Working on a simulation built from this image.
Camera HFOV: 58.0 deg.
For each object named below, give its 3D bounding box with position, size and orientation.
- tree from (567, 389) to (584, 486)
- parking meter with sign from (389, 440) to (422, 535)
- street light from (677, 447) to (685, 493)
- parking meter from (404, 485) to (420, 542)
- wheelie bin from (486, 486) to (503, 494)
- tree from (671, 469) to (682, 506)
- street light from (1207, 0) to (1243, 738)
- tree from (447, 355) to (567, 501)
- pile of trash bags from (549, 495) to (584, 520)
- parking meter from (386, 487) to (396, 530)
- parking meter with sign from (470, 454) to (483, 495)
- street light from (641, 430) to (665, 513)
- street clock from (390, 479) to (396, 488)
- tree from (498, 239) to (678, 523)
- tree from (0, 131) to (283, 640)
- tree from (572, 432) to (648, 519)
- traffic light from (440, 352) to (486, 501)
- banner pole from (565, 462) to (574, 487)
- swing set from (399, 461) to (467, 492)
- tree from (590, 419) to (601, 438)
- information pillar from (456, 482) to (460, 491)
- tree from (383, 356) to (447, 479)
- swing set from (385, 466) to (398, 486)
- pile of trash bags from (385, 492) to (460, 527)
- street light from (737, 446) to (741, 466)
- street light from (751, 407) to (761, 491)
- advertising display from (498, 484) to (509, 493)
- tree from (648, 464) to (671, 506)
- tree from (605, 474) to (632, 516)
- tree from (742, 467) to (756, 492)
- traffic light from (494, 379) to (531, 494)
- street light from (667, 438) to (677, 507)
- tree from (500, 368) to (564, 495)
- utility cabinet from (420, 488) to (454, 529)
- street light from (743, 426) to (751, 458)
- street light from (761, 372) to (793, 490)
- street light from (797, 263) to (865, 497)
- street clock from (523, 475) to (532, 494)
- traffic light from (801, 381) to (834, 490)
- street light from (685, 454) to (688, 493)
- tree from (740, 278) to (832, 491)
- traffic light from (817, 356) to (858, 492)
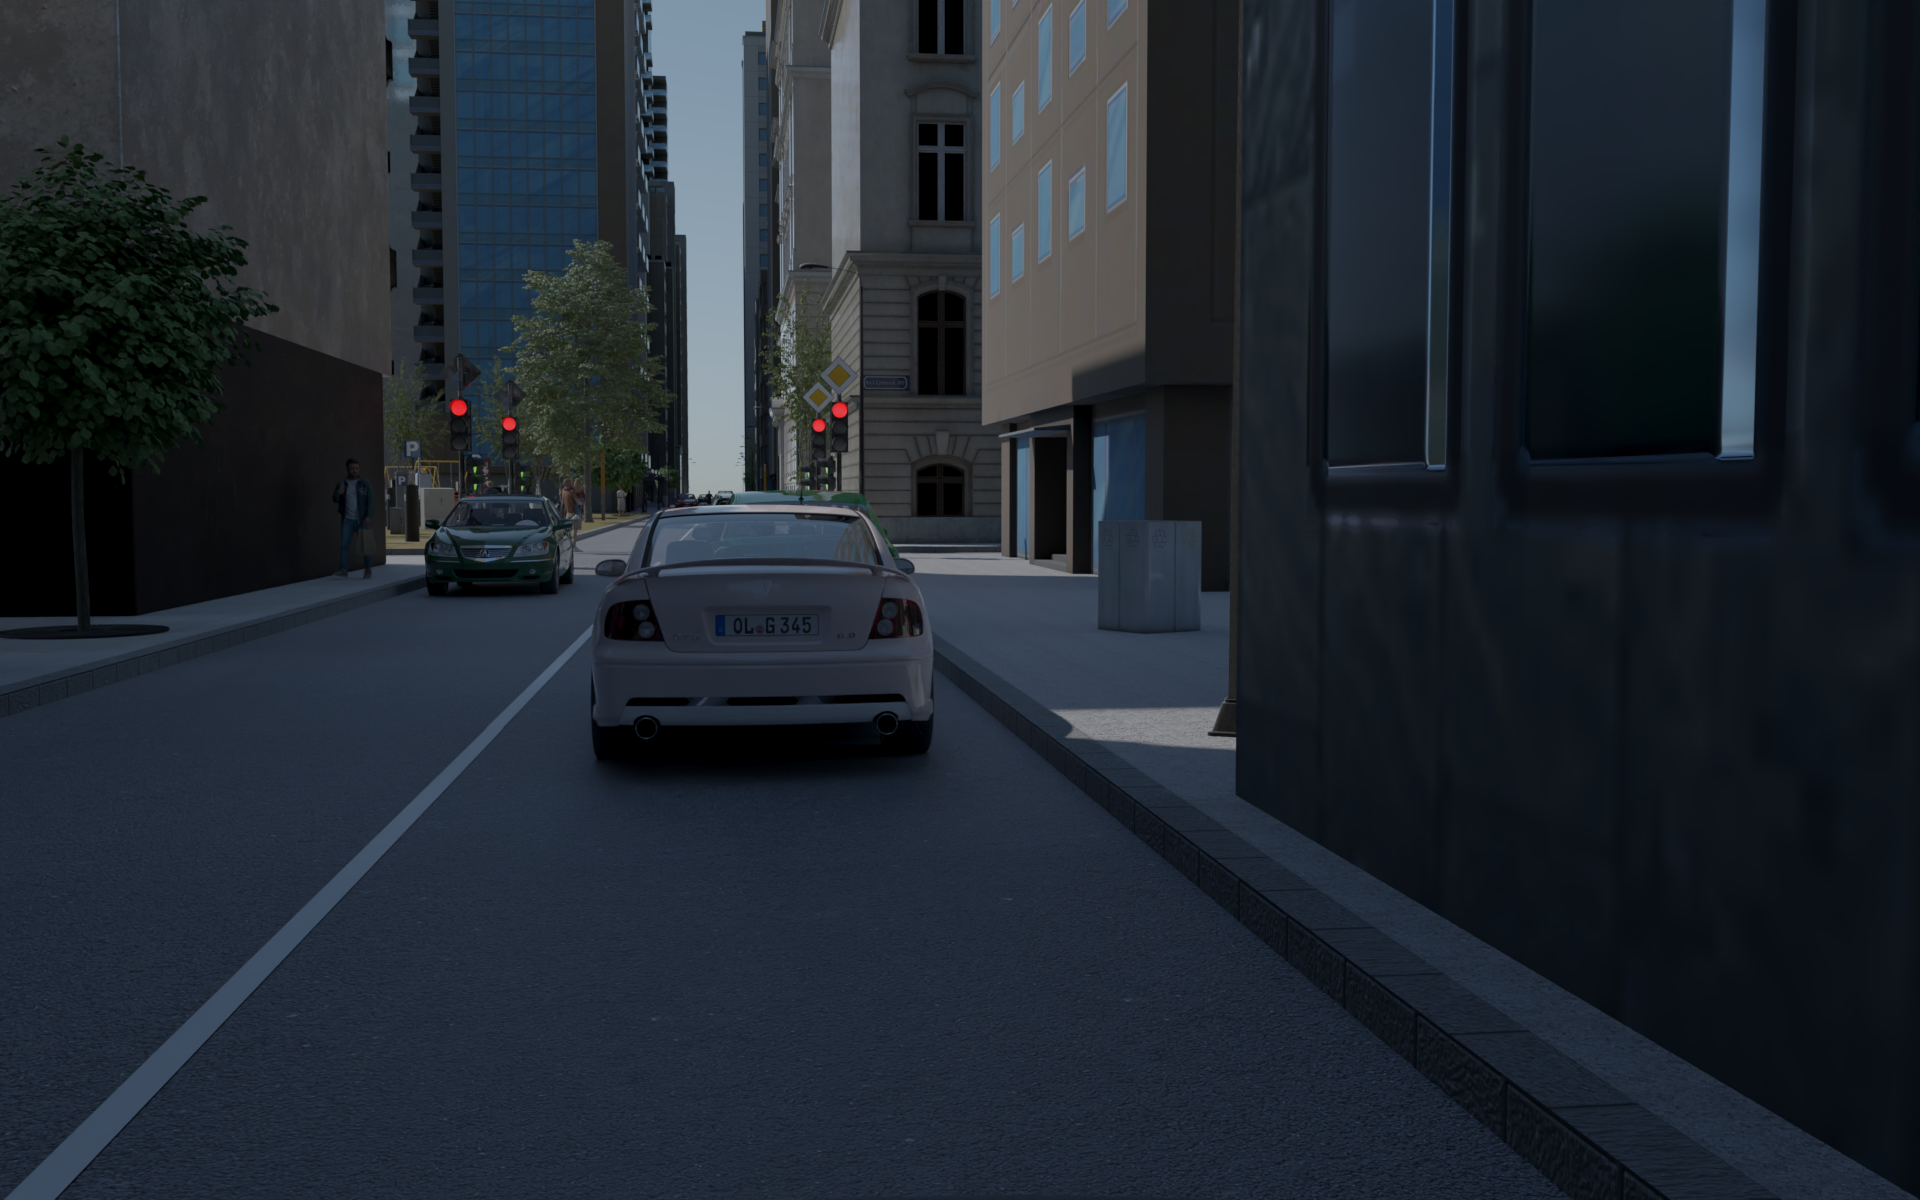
[{"bbox_3d":[-24.870,-9.253,101.653,4.737,8.622,4.395,0,3,0],"label":"tree"},{"bbox_3d":[-17.809,-3.626,55.546,0.543,3.016,1.738,0,4,1],"label":"parking meter with sign"},{"bbox_3d":[-28.056,-12.075,169.964,1.470,5.913,1.316,0,4,-8],"label":"street light"},{"bbox_3d":[-14.754,-2.337,46.628,0.372,1.533,0.369,0,3,0],"label":"parking meter"},{"bbox_3d":[-19.325,-3.916,71.930,0.980,1.594,0.693,1,4,10],"label":"wheelie bin"},{"bbox_3d":[-32.282,-12.682,191.061,4.285,4.588,4.351,0,3,0],"label":"tree"},{"bbox_3d":[0.951,-2.230,9.010,1.470,5.913,1.316,0,4,-8],"label":"street light"},{"bbox_3d":[-23.765,-8.610,91.134,4.737,8.622,4.395,0,3,0],"label":"tree"},{"bbox_3d":[-19.775,-4.724,86.983,1.912,1.369,3.447,-1,4,-17],"label":"pile of trash bags"},{"bbox_3d":[-20.257,-3.263,61.765,0.372,1.533,0.369,0,3,0],"label":"parking meter"},{"bbox_3d":[-21.149,-4.859,75.708,0.543,3.016,1.738,-1,4,-17],"label":"parking meter with sign"},{"bbox_3d":[-21.139,-8.940,118.705,1.470,5.913,1.316,0,4,-8],"label":"street light"},{"bbox_3d":[-26.504,-4.678,81.062,0.358,2.002,0.471,-2,4,-32],"label":"street clock"},{"bbox_3d":[-16.528,-9.727,77.168,7.486,12.596,7.792,0,3,0],"label":"tree"},{"bbox_3d":[-8.015,-1.968,15.893,4.285,4.588,4.351,0,3,0],"label":"tree"},{"bbox_3d":[-18.746,-6.557,90.928,4.285,4.588,4.351,0,3,0],"label":"tree"},{"bbox_3d":[-9.881,-2.783,34.417,0.839,4.253,0.868,0,4,-8],"label":"traffic light"},{"bbox_3d":[-25.938,-7.636,114.865,0.863,3.779,0.401,1,4,11],"label":"banner pole"},{"bbox_3d":[-24.199,-5.147,81.776,2.862,2.851,3.119,3,5,41],"label":"swing set"},{"bbox_3d":[-25.033,-9.713,109.173,4.737,8.622,4.395,0,3,0],"label":"tree"},{"bbox_3d":[-30.411,-6.162,105.236,0.304,2.012,0.304,-2,4,-34],"label":"information pillar"},{"bbox_3d":[-29.845,-8.746,93.362,4.737,8.622,4.395,0,3,0],"label":"tree"},{"bbox_3d":[-31.273,-6.163,98.386,3.119,2.851,2.862,0,4,0],"label":"swing set"},{"bbox_3d":[-21.656,-3.647,69.382,3.447,1.369,1.912,-1,4,-13],"label":"pile of trash bags"},{"bbox_3d":[-20.605,-11.935,167.674,1.470,5.913,1.316,0,4,-8],"label":"street light"},{"bbox_3d":[-10.261,-7.326,92.323,1.470,5.913,1.316,0,4,-8],"label":"street light"},{"bbox_3d":[-29.582,-6.580,112.791,0.123,1.923,0.974,3,5,44],"label":"advertising display"},{"bbox_3d":[-20.154,-7.320,103.392,4.285,4.588,4.351,0,3,0],"label":"tree"},{"bbox_3d":[-19.417,-6.427,99.680,1.663,3.219,1.824,0,3,0],"label":"tree"},{"bbox_3d":[-24.156,-13.527,204.878,4.285,4.588,4.351,0,3,0],"label":"tree"},{"bbox_3d":[-10.948,-3.267,42.331,0.839,4.253,0.868,0,4,-8],"label":"traffic light"},{"bbox_3d":[-24.572,-10.498,144.184,1.470,5.913,1.316,0,4,-8],"label":"street light"},{"bbox_3d":[-23.456,-8.924,96.268,4.360,8.622,3.978,0,3,0],"label":"tree"},{"bbox_3d":[-18.750,-3.273,62.187,1.173,1.500,0.318,-3,5,-45],"label":"utility cabinet"},{"bbox_3d":[-13.819,-8.883,117.785,1.470,5.913,1.316,0,4,-8],"label":"street light"},{"bbox_3d":[-6.732,-5.727,66.174,1.470,5.913,1.316,0,4,-8],"label":"street light"},{"bbox_3d":[-2.525,-3.823,35.044,1.470,5.913,1.316,0,4,-8],"label":"street light"},{"bbox_3d":[-16.750,-3.826,67.133,0.358,2.002,0.471,-2,4,-25],"label":"street clock"},{"bbox_3d":[-3.556,-3.328,43.340,0.839,4.253,0.868,0,4,-8],"label":"traffic light"},{"bbox_3d":[-32.212,-13.981,201.128,1.470,5.913,1.316,0,4,-8],"label":"street light"},{"bbox_3d":[-5.106,-6.710,60.075,4.737,8.622,4.395,0,3,0],"label":"tree"},{"bbox_3d":[-2.489,-2.844,35.426,0.839,4.253,0.868,0,4,-8],"label":"traffic light"}]
